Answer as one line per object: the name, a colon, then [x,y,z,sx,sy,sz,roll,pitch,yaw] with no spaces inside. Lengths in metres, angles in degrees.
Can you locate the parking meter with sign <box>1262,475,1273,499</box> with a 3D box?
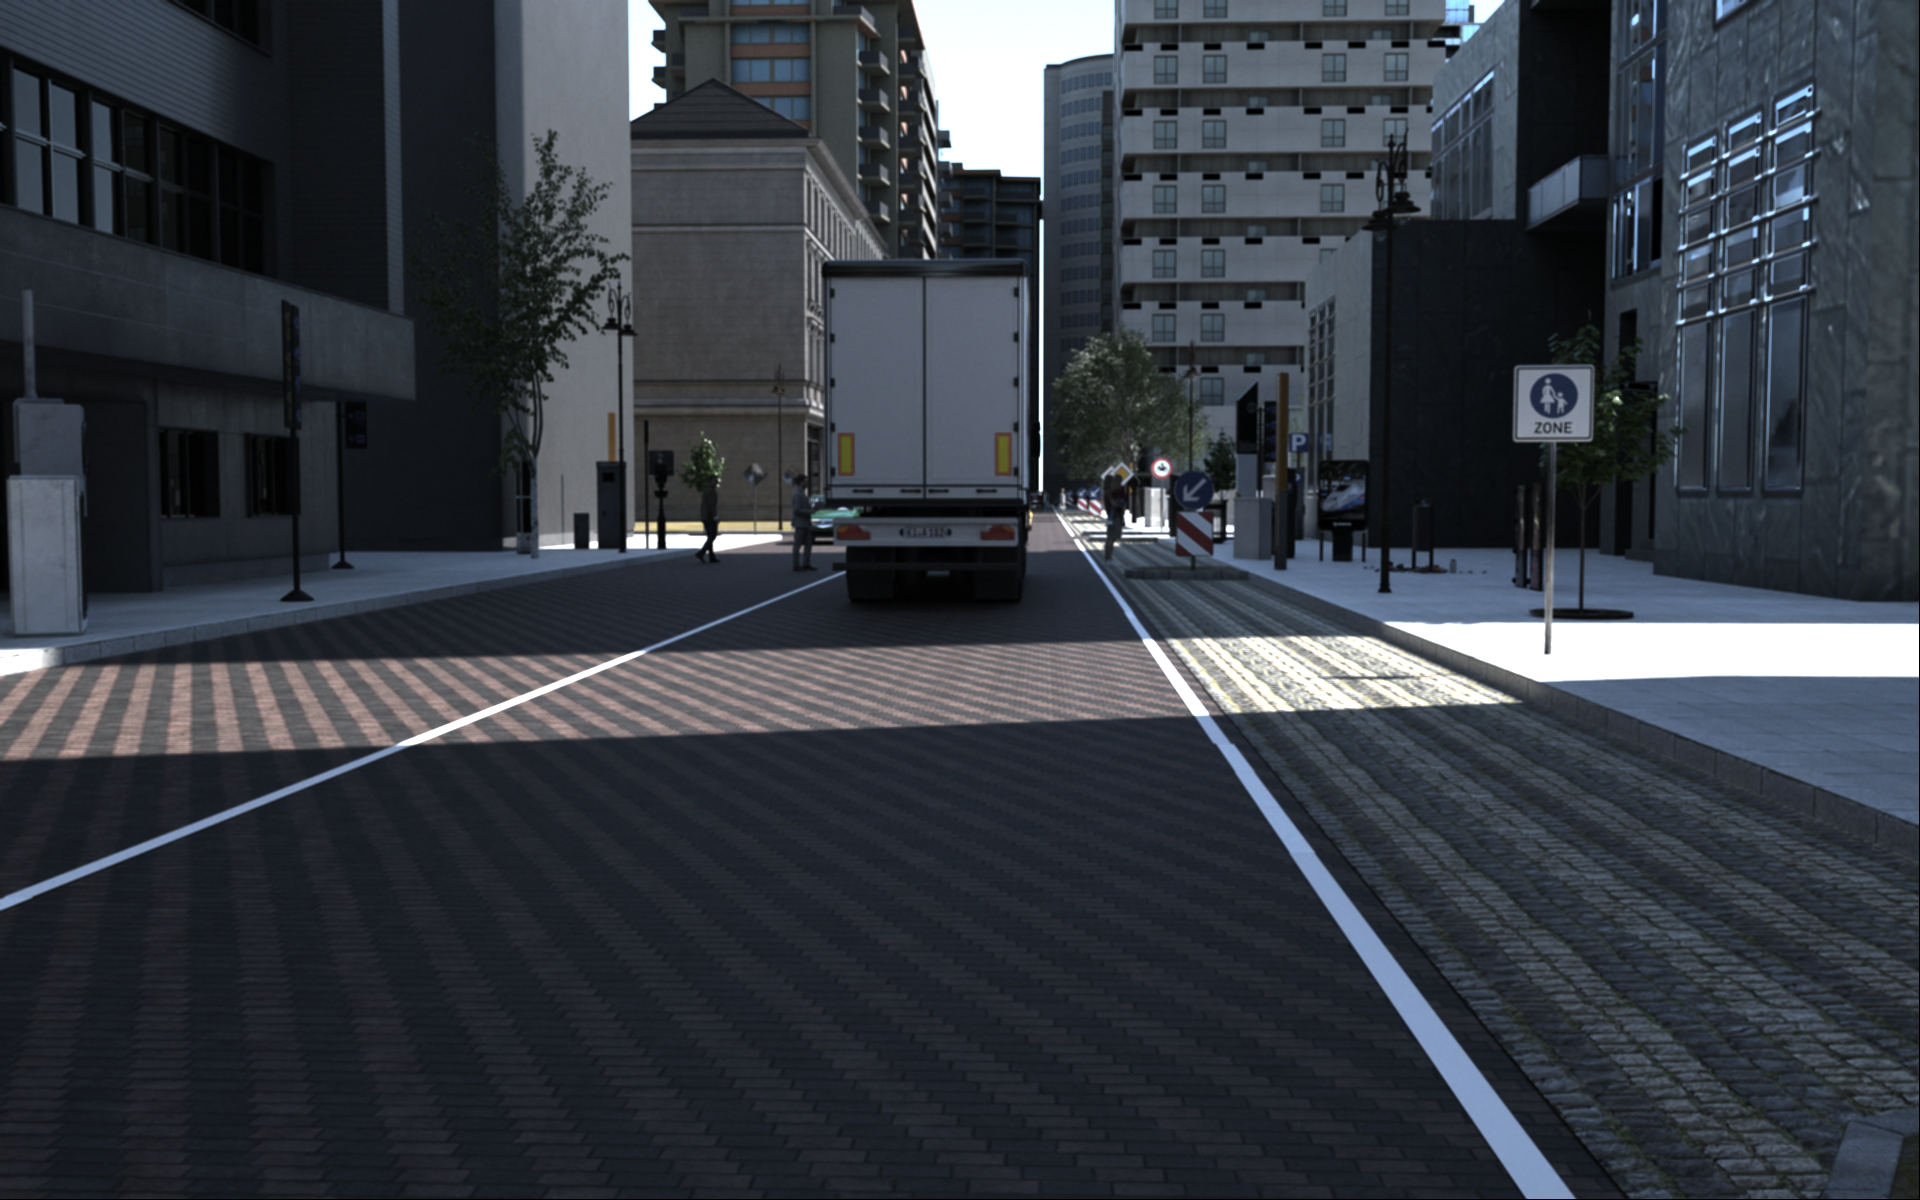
parking meter with sign: [12.552,-4.492,69.701,1.738,3.016,0.543,1,4,20]

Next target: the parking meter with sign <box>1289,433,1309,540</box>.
parking meter with sign: [9.468,-3.216,48.846,0.543,3.016,1.738,1,4,16]

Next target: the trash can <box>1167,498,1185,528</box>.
trash can: [7.798,-3.099,62.320,0.748,1.137,0.748,0,3,0]

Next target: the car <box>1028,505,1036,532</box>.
car: [1.889,-3.460,66.791,2.015,1.641,3.980,0,4,4]

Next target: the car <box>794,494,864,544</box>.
car: [-3.763,-2.383,50.756,2.131,1.459,4.920,0,4,2]

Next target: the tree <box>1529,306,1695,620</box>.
tree: [6.424,-1.430,17.980,1.663,3.219,1.824,0,3,0]

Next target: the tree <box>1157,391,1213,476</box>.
tree: [15.000,-10.183,116.855,4.737,8.622,4.395,0,3,0]

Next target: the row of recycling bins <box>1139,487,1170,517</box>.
row of recycling bins: [11.578,-5.497,96.983,3.534,1.692,1.069,-1,4,-20]

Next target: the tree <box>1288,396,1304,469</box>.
tree: [24.655,-10.552,122.888,4.737,8.622,4.395,0,3,0]

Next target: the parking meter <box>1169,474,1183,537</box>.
parking meter: [6.419,-2.785,51.254,0.399,1.863,0.255,-1,4,-12]

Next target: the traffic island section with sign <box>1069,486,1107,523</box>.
traffic island section with sign: [6.502,-4.678,85.115,1.989,1.847,2.006,0,4,3]

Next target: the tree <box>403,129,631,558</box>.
tree: [-8.729,-5.134,34.307,4.737,8.622,4.395,0,3,0]

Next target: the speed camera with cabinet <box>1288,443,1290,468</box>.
speed camera with cabinet: [13.246,-4.417,66.557,0.660,3.252,2.038,-2,4,-34]

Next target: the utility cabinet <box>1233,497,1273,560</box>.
utility cabinet: [5.775,-1.406,34.156,0.306,1.237,1.020,-1,4,-21]

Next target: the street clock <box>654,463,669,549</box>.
street clock: [-6.948,-2.184,40.283,0.358,2.002,0.471,-1,4,-18]

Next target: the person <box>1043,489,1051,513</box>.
person: [6.435,-7.381,129.530,0.623,1.781,0.721,2,4,35]

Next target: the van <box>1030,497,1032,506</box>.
van: [4.936,-8.283,142.441,2.013,2.044,4.112,0,4,4]

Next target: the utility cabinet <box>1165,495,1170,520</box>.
utility cabinet: [10.021,-4.513,84.947,1.020,1.237,0.306,-1,4,-21]

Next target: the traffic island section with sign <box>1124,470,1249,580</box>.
traffic island section with sign: [3.826,-1.282,29.589,1.989,1.847,2.006,0,4,3]

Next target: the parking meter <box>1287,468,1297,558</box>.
parking meter: [6.524,-1.769,34.642,0.399,1.863,0.255,0,4,-2]

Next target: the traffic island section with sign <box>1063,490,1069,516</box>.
traffic island section with sign: [7.777,-6.325,112.041,1.989,1.847,2.006,0,4,3]

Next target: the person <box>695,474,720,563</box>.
person: [-5.199,-1.688,36.011,0.656,1.842,0.836,2,4,31]

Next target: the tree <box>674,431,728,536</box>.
tree: [-7.976,-3.576,53.062,1.663,3.219,1.824,0,3,0]

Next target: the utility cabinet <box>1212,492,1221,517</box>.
utility cabinet: [14.058,-5.240,94.349,1.173,1.500,0.318,1,4,18]

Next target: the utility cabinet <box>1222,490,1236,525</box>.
utility cabinet: [11.209,-3.766,70.246,0.318,1.500,1.173,-2,4,-24]

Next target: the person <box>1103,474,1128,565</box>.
person: [3.079,-1.605,34.722,0.580,1.828,0.573,3,4,38]

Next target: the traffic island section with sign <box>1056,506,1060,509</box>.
traffic island section with sign: [10.189,-9.407,162.435,1.989,1.847,2.006,0,4,3]

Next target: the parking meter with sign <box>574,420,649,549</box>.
parking meter with sign: [-8.227,-2.726,40.837,1.738,3.016,0.543,-1,4,-11]

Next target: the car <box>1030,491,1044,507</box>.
car: [8.636,-11.564,197.746,2.281,1.827,5.304,0,4,3]

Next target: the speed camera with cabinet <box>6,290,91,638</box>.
speed camera with cabinet: [-8.581,-1.345,16.325,0.660,3.252,2.038,-2,4,-24]

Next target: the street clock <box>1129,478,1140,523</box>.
street clock: [7.627,-4.353,75.745,0.471,2.002,0.358,2,4,34]

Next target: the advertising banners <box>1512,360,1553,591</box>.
advertising banners: [7.676,-1.640,23.001,0.090,3.025,2.074,0,4,3]

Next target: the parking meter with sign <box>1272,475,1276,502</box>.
parking meter with sign: [12.462,-4.147,64.060,1.738,3.016,0.543,-3,4,-36]

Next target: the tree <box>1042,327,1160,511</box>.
tree: [10.769,-13.856,133.203,9.857,13.997,8.962,0,3,0]

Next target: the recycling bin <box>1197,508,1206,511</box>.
recycling bin: [10.850,-4.072,79.137,0.722,1.027,0.722,0,4,6]

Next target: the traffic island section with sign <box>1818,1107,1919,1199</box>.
traffic island section with sign: [2.537,0.365,2.665,1.989,1.847,2.006,0,4,3]

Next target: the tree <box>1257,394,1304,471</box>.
tree: [22.678,-10.874,128.151,4.360,8.622,3.978,0,3,0]

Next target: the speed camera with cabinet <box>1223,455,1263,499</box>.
speed camera with cabinet: [12.890,-5.113,77.929,2.038,3.252,0.660,2,4,35]

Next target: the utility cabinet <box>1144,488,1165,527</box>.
utility cabinet: [7.479,-3.529,66.375,0.318,1.500,1.173,2,4,34]

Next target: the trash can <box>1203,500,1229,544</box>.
trash can: [6.613,-2.038,44.973,0.748,1.137,0.748,0,3,0]

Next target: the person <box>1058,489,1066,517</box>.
person: [6.444,-6.165,109.651,0.624,1.780,0.694,0,4,-6]

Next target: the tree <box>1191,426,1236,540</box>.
tree: [7.308,-3.332,49.078,1.663,3.219,1.824,0,3,0]

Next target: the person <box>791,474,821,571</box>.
person: [-2.876,-1.448,32.373,0.583,1.804,0.606,0,3,0]

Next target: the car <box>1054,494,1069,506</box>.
car: [11.921,-11.679,202.950,2.014,1.417,4.499,0,4,3]
